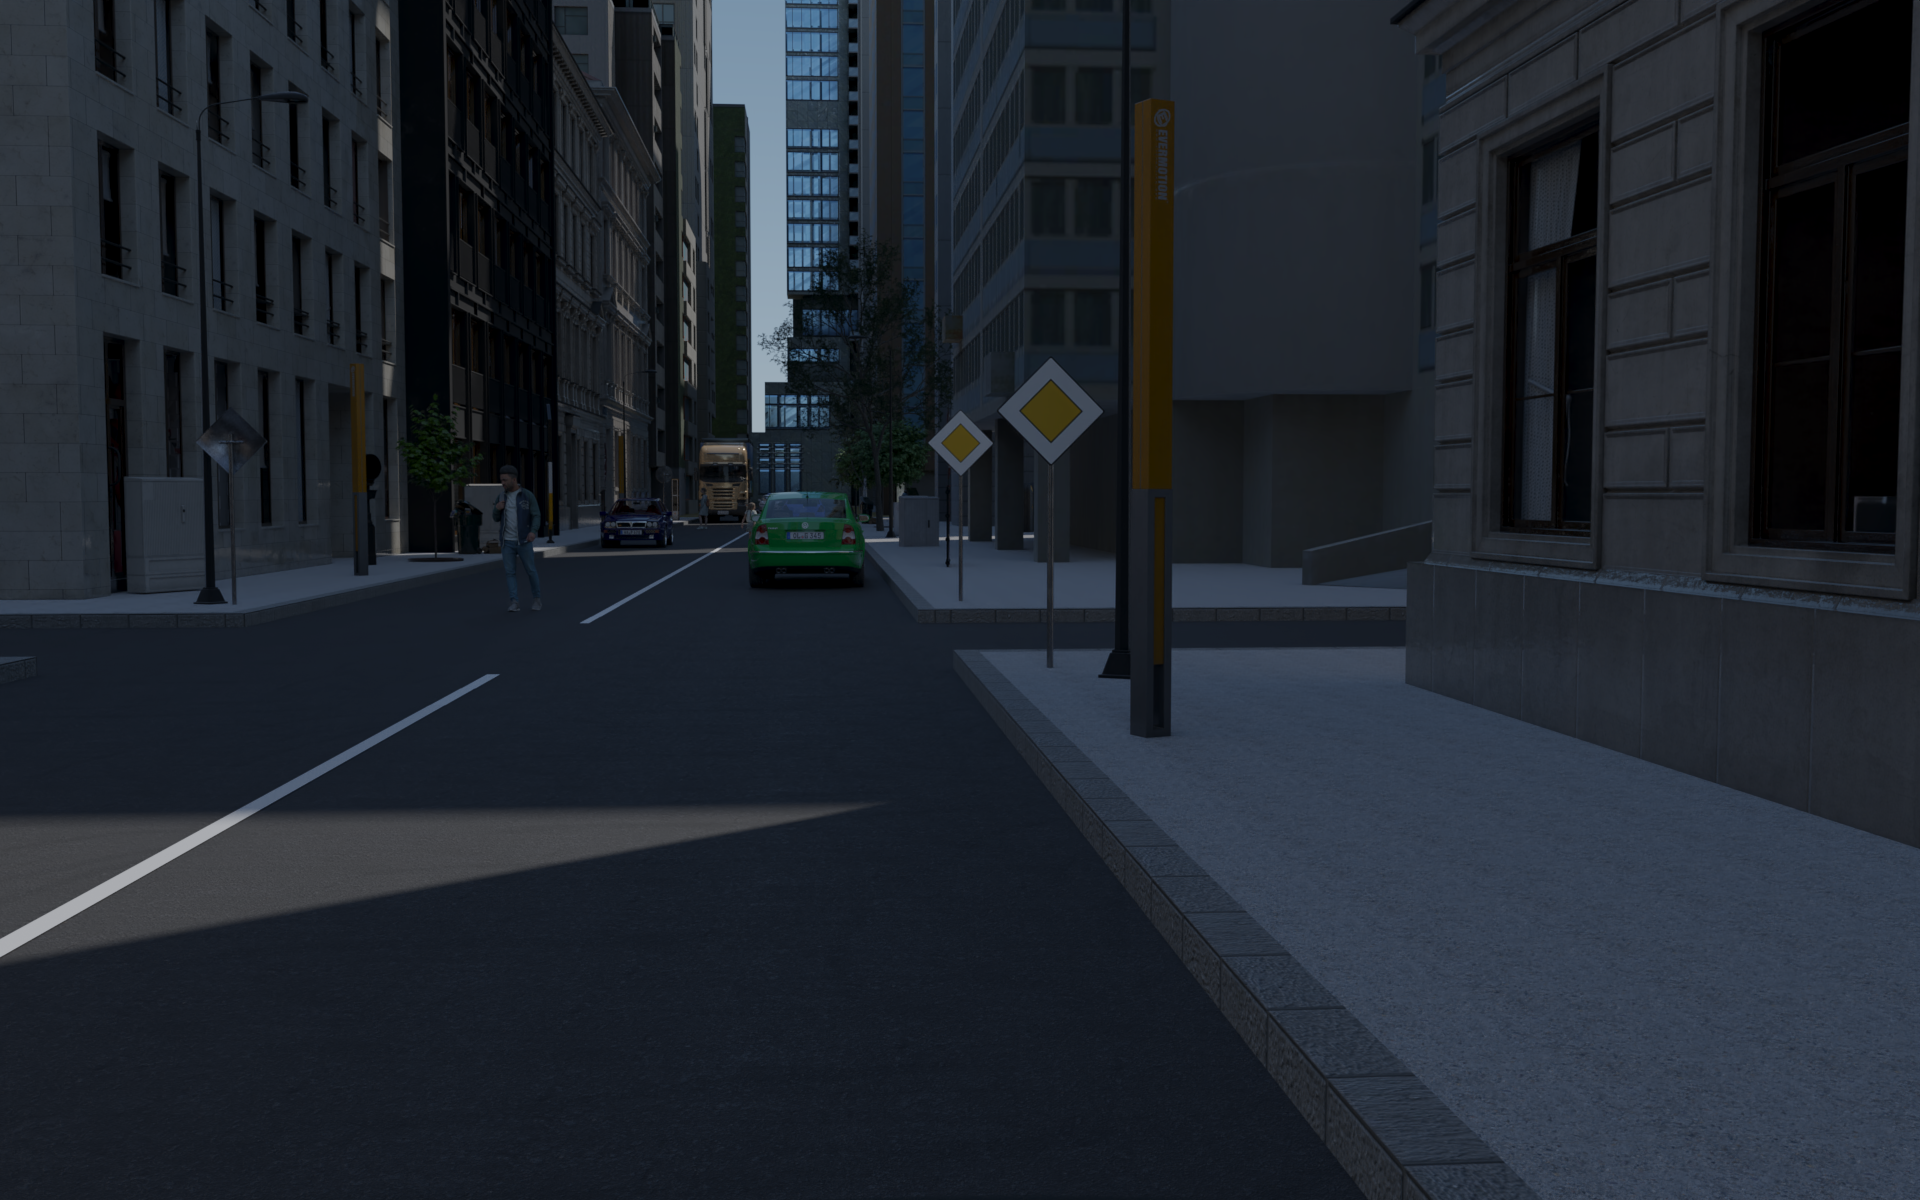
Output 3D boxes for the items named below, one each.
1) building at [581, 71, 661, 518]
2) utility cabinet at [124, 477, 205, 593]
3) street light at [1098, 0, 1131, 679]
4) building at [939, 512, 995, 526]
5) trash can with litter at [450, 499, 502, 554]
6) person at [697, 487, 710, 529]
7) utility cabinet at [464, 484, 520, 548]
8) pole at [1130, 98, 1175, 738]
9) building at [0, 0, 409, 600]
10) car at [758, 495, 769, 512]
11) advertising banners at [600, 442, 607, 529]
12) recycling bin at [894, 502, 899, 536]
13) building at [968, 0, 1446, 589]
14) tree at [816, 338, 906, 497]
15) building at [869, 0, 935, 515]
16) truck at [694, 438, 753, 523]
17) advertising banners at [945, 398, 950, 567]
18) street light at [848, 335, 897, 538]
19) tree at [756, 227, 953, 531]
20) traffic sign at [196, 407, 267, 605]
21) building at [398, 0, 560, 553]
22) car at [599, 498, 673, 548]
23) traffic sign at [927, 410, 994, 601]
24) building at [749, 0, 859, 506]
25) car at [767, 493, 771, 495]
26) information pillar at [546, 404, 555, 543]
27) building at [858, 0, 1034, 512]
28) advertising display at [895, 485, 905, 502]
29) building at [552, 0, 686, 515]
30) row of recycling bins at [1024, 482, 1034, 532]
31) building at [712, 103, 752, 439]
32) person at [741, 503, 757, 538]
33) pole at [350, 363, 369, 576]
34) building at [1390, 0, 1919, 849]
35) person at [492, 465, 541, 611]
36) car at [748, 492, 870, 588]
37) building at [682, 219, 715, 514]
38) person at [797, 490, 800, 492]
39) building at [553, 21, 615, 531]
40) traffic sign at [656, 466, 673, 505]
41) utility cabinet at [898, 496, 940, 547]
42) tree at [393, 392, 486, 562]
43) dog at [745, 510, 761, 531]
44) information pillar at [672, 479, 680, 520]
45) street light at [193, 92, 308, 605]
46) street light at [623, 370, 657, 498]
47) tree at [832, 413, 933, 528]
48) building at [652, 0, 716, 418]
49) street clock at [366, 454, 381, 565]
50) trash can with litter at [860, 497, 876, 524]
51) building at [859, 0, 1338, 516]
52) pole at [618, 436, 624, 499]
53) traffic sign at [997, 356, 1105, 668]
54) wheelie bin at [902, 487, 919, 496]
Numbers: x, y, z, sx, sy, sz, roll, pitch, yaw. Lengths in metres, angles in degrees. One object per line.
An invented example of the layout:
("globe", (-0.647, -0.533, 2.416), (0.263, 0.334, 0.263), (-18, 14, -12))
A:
("building", (-20.897, -15.044, 82.132), (11.583, 22.565, 21.152), (0, 4, -5))
("utility cabinet", (-10.334, -0.854, 22.649), (0.318, 1.500, 1.173), (1, 4, 18))
("street light", (0.602, -2.409, 11.935), (1.470, 5.913, 1.316), (0, 4, -5))
("building", (9.273, -33.011, 81.735), (21.231, 58.520, 28.212), (0, 4, -5))
("trash can with litter", (-10.332, -1.574, 37.128), (1.055, 1.170, 0.624), (-3, 5, -40))
("person", (-10.503, -3.763, 71.033), (0.522, 1.701, 0.512), (0, 4, 4))
("utility cabinet", (-10.343, -1.814, 38.331), (1.173, 1.500, 0.318), (0, 4, 7))
("pole", (1.012, -0.933, 9.105), (0.158, 3.312, 0.155), (0, 3, 0))
("building", (-16.499, -10.618, 28.356), (10.420, 20.320, 16.860), (0, 4, -5))
("car", (-15.280, -7.813, 140.109), (2.083, 1.381, 4.827), (0, 4, -5))
("advertising banners", (-12.264, -3.877, 59.575), (0.090, 3.025, 2.074), (-1, 4, -16))
("recycling bin", (-1.627, -2.467, 52.887), (0.722, 1.027, 0.722), (0, 4, 6))
("building", (12.142, -21.159, 37.836), (23.993, 40.220, 32.217), (0, 4, -5))
("tree", (-4.490, -7.928, 79.987), (4.360, 8.622, 3.978), (0, 3, 0))
("building", (1.365, -28.133, 110.086), (14.600, 45.320, 14.200), (0, 4, -5))
("truck", (-11.984, -6.122, 89.011), (2.839, 4.237, 11.283), (0, 4, -6))
("advertising banners", (-0.212, -2.144, 31.240), (0.090, 3.025, 2.074), (0, 4, 0))
("street light", (-2.572, -4.784, 50.765), (1.470, 5.913, 1.316), (0, 4, -5))
("tree", (-2.783, -7.683, 60.034), (8.767, 10.594, 7.601), (0, 4, -7))
("traffic sign", (-8.412, -1.002, 20.025), (0.795, 2.450, 0.064), (0, 4, -5))
("building", (-17.867, -13.140, 44.522), (12.332, 23.373, 15.834), (0, 4, -5))
("car", (-8.832, -2.134, 47.467), (1.945, 1.354, 3.894), (0, 4, -5))
("traffic sign", (0.006, -1.043, 20.696), (0.795, 2.450, 0.064), (0, 4, -5))
("building", (-7.301, -53.647, 189.800), (31.000, 86.520, 22.319), (0, 4, -5))
("car", (-15.846, -8.427, 147.374), (1.945, 1.707, 3.694), (0, 4, -4))
("information pillar", (-10.670, -3.284, 45.040), (0.183, 3.616, 0.504), (-1, 4, -17))
("building", (1.322, -37.569, 156.256), (21.231, 58.520, 28.212), (0, 4, -5))
("advertising display", (-3.247, -5.399, 93.491), (0.123, 1.923, 0.974), (2, 4, 24))
("building", (-23.770, -20.145, 101.068), (14.160, 30.474, 14.107), (0, 4, -5))
("row of recycling bins", (2.828, -3.195, 59.350), (1.069, 1.692, 3.534), (3, 4, 38))
("building", (-29.373, -30.639, 184.548), (14.086, 41.232, 14.154), (0, 4, -5))
("person", (-5.429, -1.905, 44.654), (0.505, 1.210, 0.382), (1, 4, 17))
("pole", (-9.425, -2.038, 27.164), (0.158, 3.312, 0.155), (0, 3, 0))
("building", (8.452, -8.433, 2.512), (10.561, 19.102, 19.286), (0, 4, -5))
("person", (-5.435, -0.757, 21.224), (0.623, 1.781, 0.721), (0, 4, -3))
("car", (-2.429, -1.172, 27.956), (1.959, 1.807, 4.718), (0, 4, -3))
("building", (-32.126, -16.951, 122.190), (27.650, 21.520, 28.899), (0, 4, -5))
("person", (-10.754, -6.527, 116.016), (0.445, 1.727, 0.742), (3, 5, 41))
("building", (-18.764, -12.082, 62.165), (10.561, 19.102, 19.286), (0, 4, -5))
("traffic sign", (-13.266, -4.747, 77.715), (0.768, 2.556, 0.104), (0, 4, -1))
("utility cabinet", (-0.997, -1.911, 42.404), (1.020, 1.237, 0.306), (-2, 4, -35))
("tree", (-9.899, -2.354, 33.084), (1.663, 3.219, 1.824), (0, 3, 0))
("dog", (-8.160, -3.088, 67.320), (0.800, 0.831, 0.513), (1, 4, 9))
("information pillar", (-13.857, -4.890, 84.447), (0.304, 2.012, 0.304), (0, 4, 5))
("street light", (-8.224, -2.910, 20.116), (1.470, 5.913, 1.316), (0, 4, -5))
("street light", (-12.024, -5.648, 64.878), (1.470, 5.913, 1.316), (0, 4, -5))
("tree", (-2.558, -5.081, 66.782), (4.285, 4.588, 4.351), (0, 3, 0))
("building", (-35.588, -34.487, 153.098), (27.495, 52.752, 28.713), (0, 4, -5))
("street clock", (-10.671, -1.629, 31.210), (0.358, 2.002, 0.471), (2, 4, 30))
("trash can with litter", (-3.813, -3.834, 74.073), (0.624, 1.170, 1.055), (-3, 5, -39))
("building", (8.672, -26.794, 129.967), (32.217, 40.220, 23.993), (0, 4, -5))
("pole", (-11.868, -4.086, 60.653), (0.158, 3.312, 0.155), (0, 3, 0))
("traffic sign", (0.662, -0.556, 12.738), (0.795, 2.450, 0.064), (0, 4, -5))
("wheelie bin", (-2.376, -4.581, 82.807), (0.980, 1.594, 0.693), (-3, 5, -39))
